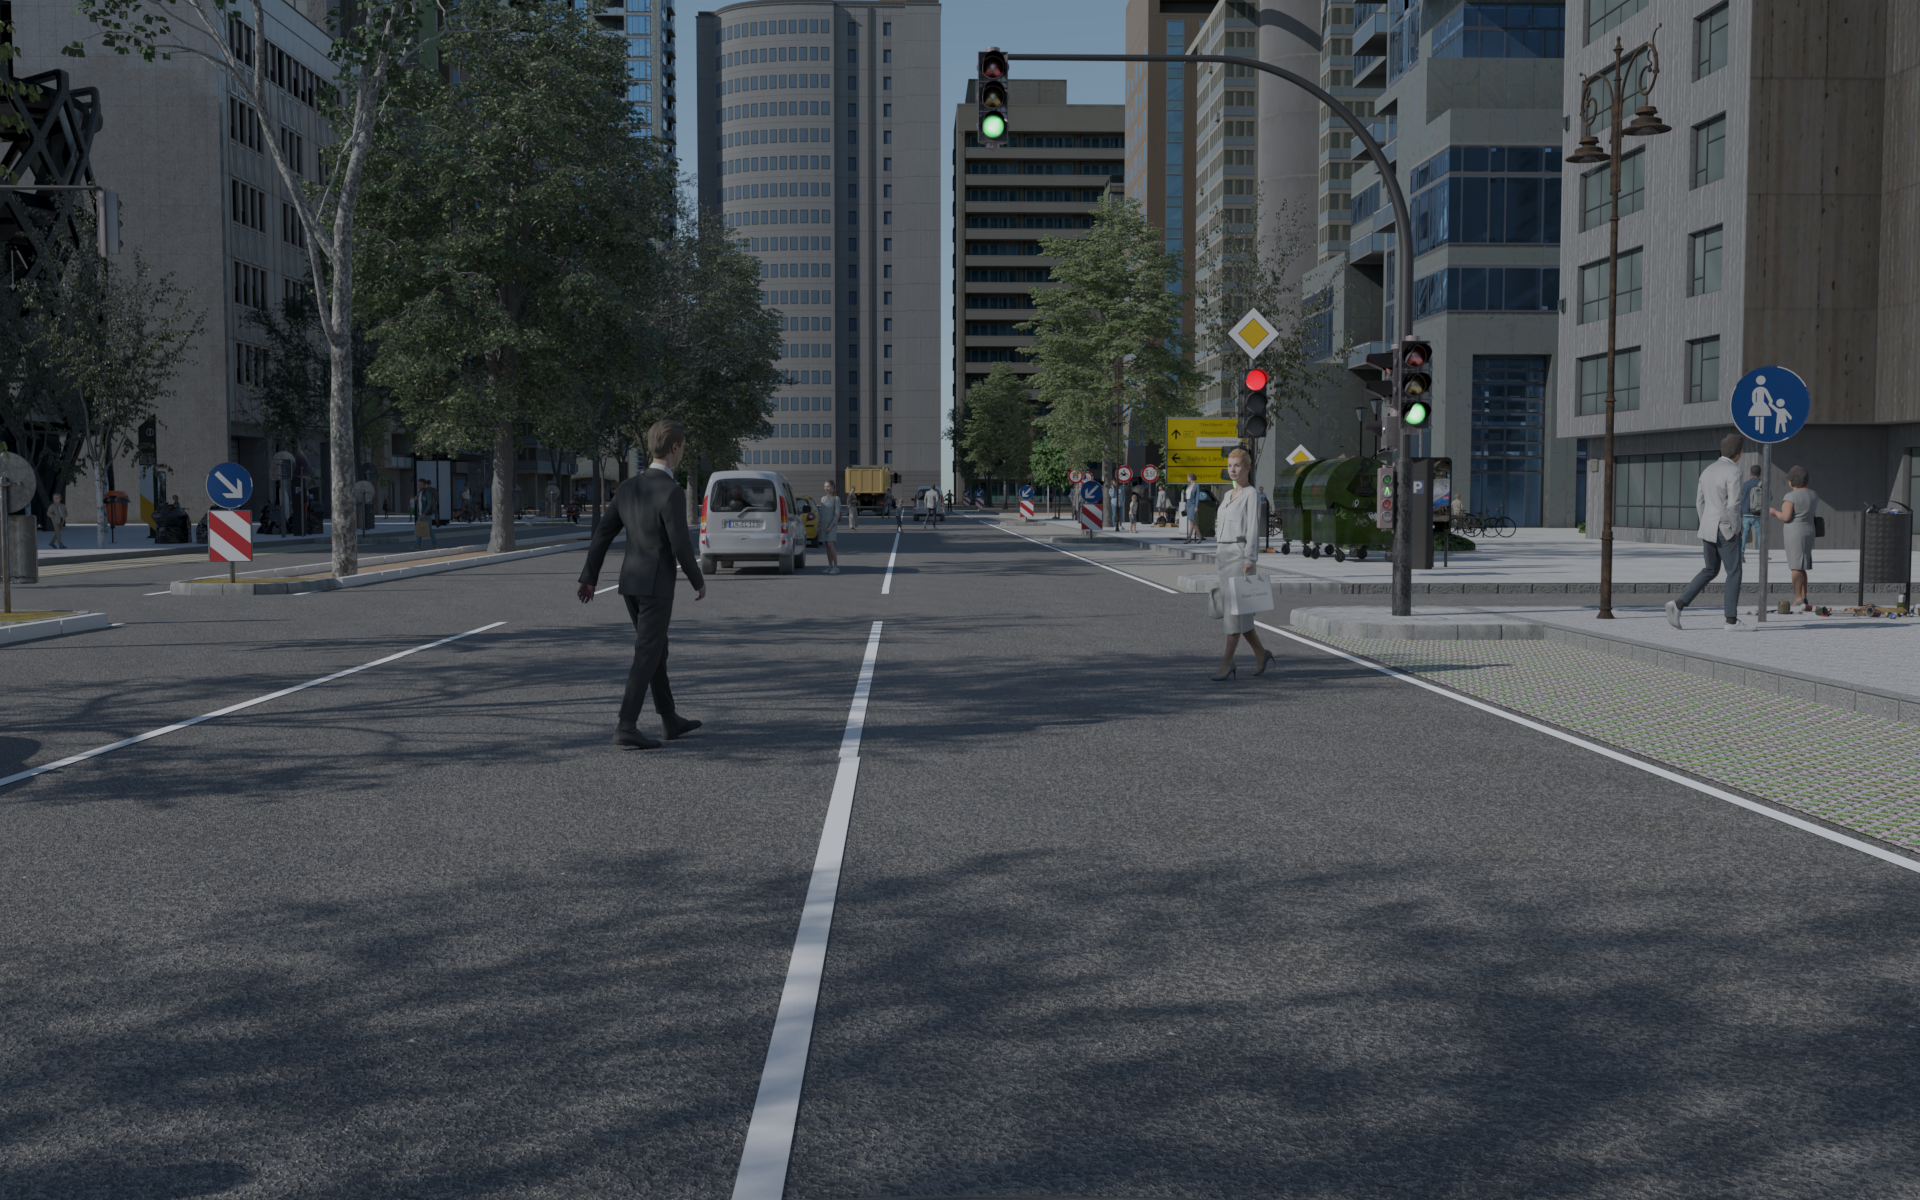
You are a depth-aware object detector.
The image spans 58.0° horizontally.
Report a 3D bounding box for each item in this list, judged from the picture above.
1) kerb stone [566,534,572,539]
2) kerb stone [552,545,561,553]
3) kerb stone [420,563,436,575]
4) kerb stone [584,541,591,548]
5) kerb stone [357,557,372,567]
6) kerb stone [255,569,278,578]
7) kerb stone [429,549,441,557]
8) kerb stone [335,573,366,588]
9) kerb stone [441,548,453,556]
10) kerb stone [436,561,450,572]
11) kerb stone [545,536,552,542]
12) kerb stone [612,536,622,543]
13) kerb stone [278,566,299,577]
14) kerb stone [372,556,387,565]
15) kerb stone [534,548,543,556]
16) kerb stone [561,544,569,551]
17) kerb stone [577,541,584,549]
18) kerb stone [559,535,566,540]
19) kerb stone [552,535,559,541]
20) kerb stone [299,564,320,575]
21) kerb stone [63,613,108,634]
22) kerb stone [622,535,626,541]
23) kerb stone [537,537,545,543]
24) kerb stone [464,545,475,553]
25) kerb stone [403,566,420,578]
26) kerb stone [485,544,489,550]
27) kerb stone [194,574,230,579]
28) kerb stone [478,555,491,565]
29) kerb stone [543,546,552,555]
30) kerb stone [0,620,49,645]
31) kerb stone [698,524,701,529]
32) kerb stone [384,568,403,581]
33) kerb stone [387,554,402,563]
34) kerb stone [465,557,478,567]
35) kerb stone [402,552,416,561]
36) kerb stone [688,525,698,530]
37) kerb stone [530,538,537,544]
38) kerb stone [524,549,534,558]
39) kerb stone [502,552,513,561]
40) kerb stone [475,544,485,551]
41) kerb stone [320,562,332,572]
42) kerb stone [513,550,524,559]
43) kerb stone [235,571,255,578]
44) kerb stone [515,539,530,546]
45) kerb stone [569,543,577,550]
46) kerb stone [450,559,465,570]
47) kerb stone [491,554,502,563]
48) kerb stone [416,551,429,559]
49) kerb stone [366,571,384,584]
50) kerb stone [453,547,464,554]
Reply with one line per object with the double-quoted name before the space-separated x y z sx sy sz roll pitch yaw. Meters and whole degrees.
"kerb stone" -12.448 -1.977 54.547 0.120 0.150 1.000 0 4 -2
"kerb stone" -9.972 -1.229 42.286 0.120 0.150 1.000 0 4 -2
"kerb stone" -9.630 -0.540 31.021 0.120 0.150 1.000 0 4 -2
"kerb stone" -10.108 -1.479 46.382 0.120 0.150 1.000 0 4 -2
"kerb stone" -11.824 -0.723 34.021 0.120 0.150 1.000 0 4 -2
"kerb stone" -11.671 -0.410 28.899 0.120 0.150 1.000 0 4 -2
"kerb stone" -11.977 -1.037 39.150 0.120 0.150 1.000 0 4 -2
"kerb stone" -9.497 -0.289 26.922 0.120 0.150 1.000 0 4 -2
"kerb stone" -12.004 -1.100 40.176 0.120 0.150 1.000 0 4 -2
"kerb stone" -9.670 -0.603 32.051 0.120 0.150 1.000 0 4 -2
"kerb stone" -12.355 -1.791 51.474 0.120 0.150 1.000 0 4 -2
"kerb stone" -10.255 -1.789 51.502 0.120 0.150 1.000 0 4 -2
"kerb stone" -11.693 -0.473 29.922 0.120 0.150 1.000 0 4 -2
"kerb stone" -11.859 -0.786 35.043 0.120 0.150 1.000 0 4 -2
"kerb stone" -9.904 -1.098 40.239 0.120 0.150 1.000 0 4 -2
"kerb stone" -10.009 -1.291 43.308 0.120 0.150 1.000 0 4 -2
"kerb stone" -10.062 -1.415 45.361 0.120 0.150 1.000 0 4 -2
"kerb stone" -12.421 -1.910 53.519 0.120 0.150 1.000 0 4 -2
"kerb stone" -12.393 -1.850 52.497 0.120 0.150 1.000 0 4 -2
"kerb stone" -11.719 -0.535 30.945 0.120 0.150 1.000 0 4 -2
"kerb stone" -9.236 0.247 18.172 0.120 0.150 1.000 0 4 -2
"kerb stone" -10.287 -1.854 52.524 0.120 0.150 1.000 0 4 -2
"kerb stone" -12.317 -1.728 50.445 0.120 0.150 1.000 0 4 -2
"kerb stone" -12.073 -1.226 42.237 0.120 0.150 1.000 0 4 -2
"kerb stone" -9.595 -0.476 29.998 0.120 0.150 1.000 0 4 -2
"kerb stone" -12.135 -1.345 44.286 0.120 0.150 1.000 0 4 -2
"kerb stone" -11.602 -0.285 26.850 0.120 0.150 1.000 0 4 -2
"kerb stone" -9.752 -0.791 35.120 0.120 0.150 1.000 0 4 -2
"kerb stone" -9.940 -1.166 41.263 0.120 0.150 1.000 0 4 -2
"kerb stone" -9.210 0.309 17.150 0.120 0.150 1.000 0 4 -2
"kerb stone" -10.856 -2.980 70.987 0.120 0.150 1.000 0 4 -2
"kerb stone" -9.565 -0.414 28.967 0.120 0.150 1.000 0 4 -2
"kerb stone" -11.873 -0.848 36.065 0.120 0.150 1.000 0 4 -2
"kerb stone" -9.726 -0.725 34.099 0.120 0.150 1.000 0 4 -2
"kerb stone" -11.912 -0.911 37.095 0.120 0.150 1.000 0 4 -2
"kerb stone" -10.825 -2.922 69.964 0.120 0.150 1.000 0 4 -2
"kerb stone" -12.300 -1.665 49.422 0.120 0.150 1.000 0 4 -2
"kerb stone" -9.883 -1.039 39.217 0.120 0.150 1.000 0 4 -2
"kerb stone" -9.817 -0.916 37.167 0.120 0.150 1.000 0 4 -2
"kerb stone" -12.107 -1.288 43.259 0.120 0.150 1.000 0 4 -2
"kerb stone" -11.755 -0.598 31.974 0.120 0.150 1.000 0 4 -2
"kerb stone" -9.849 -0.978 38.192 0.120 0.150 1.000 0 4 -2
"kerb stone" -11.631 -0.347 27.872 0.120 0.150 1.000 0 4 -2
"kerb stone" -12.264 -1.603 48.400 0.120 0.150 1.000 0 4 -2
"kerb stone" -10.033 -1.354 44.333 0.120 0.150 1.000 0 4 -2
"kerb stone" -9.688 -0.665 33.073 0.120 0.150 1.000 0 4 -2
"kerb stone" -9.783 -0.853 36.145 0.120 0.150 1.000 0 4 -2
"kerb stone" -11.947 -0.974 38.118 0.120 0.150 1.000 0 4 -2
"kerb stone" -9.544 -0.352 27.945 0.120 0.150 1.000 0 4 -2
"kerb stone" -12.044 -1.151 41.205 0.120 0.150 1.000 0 4 -2
